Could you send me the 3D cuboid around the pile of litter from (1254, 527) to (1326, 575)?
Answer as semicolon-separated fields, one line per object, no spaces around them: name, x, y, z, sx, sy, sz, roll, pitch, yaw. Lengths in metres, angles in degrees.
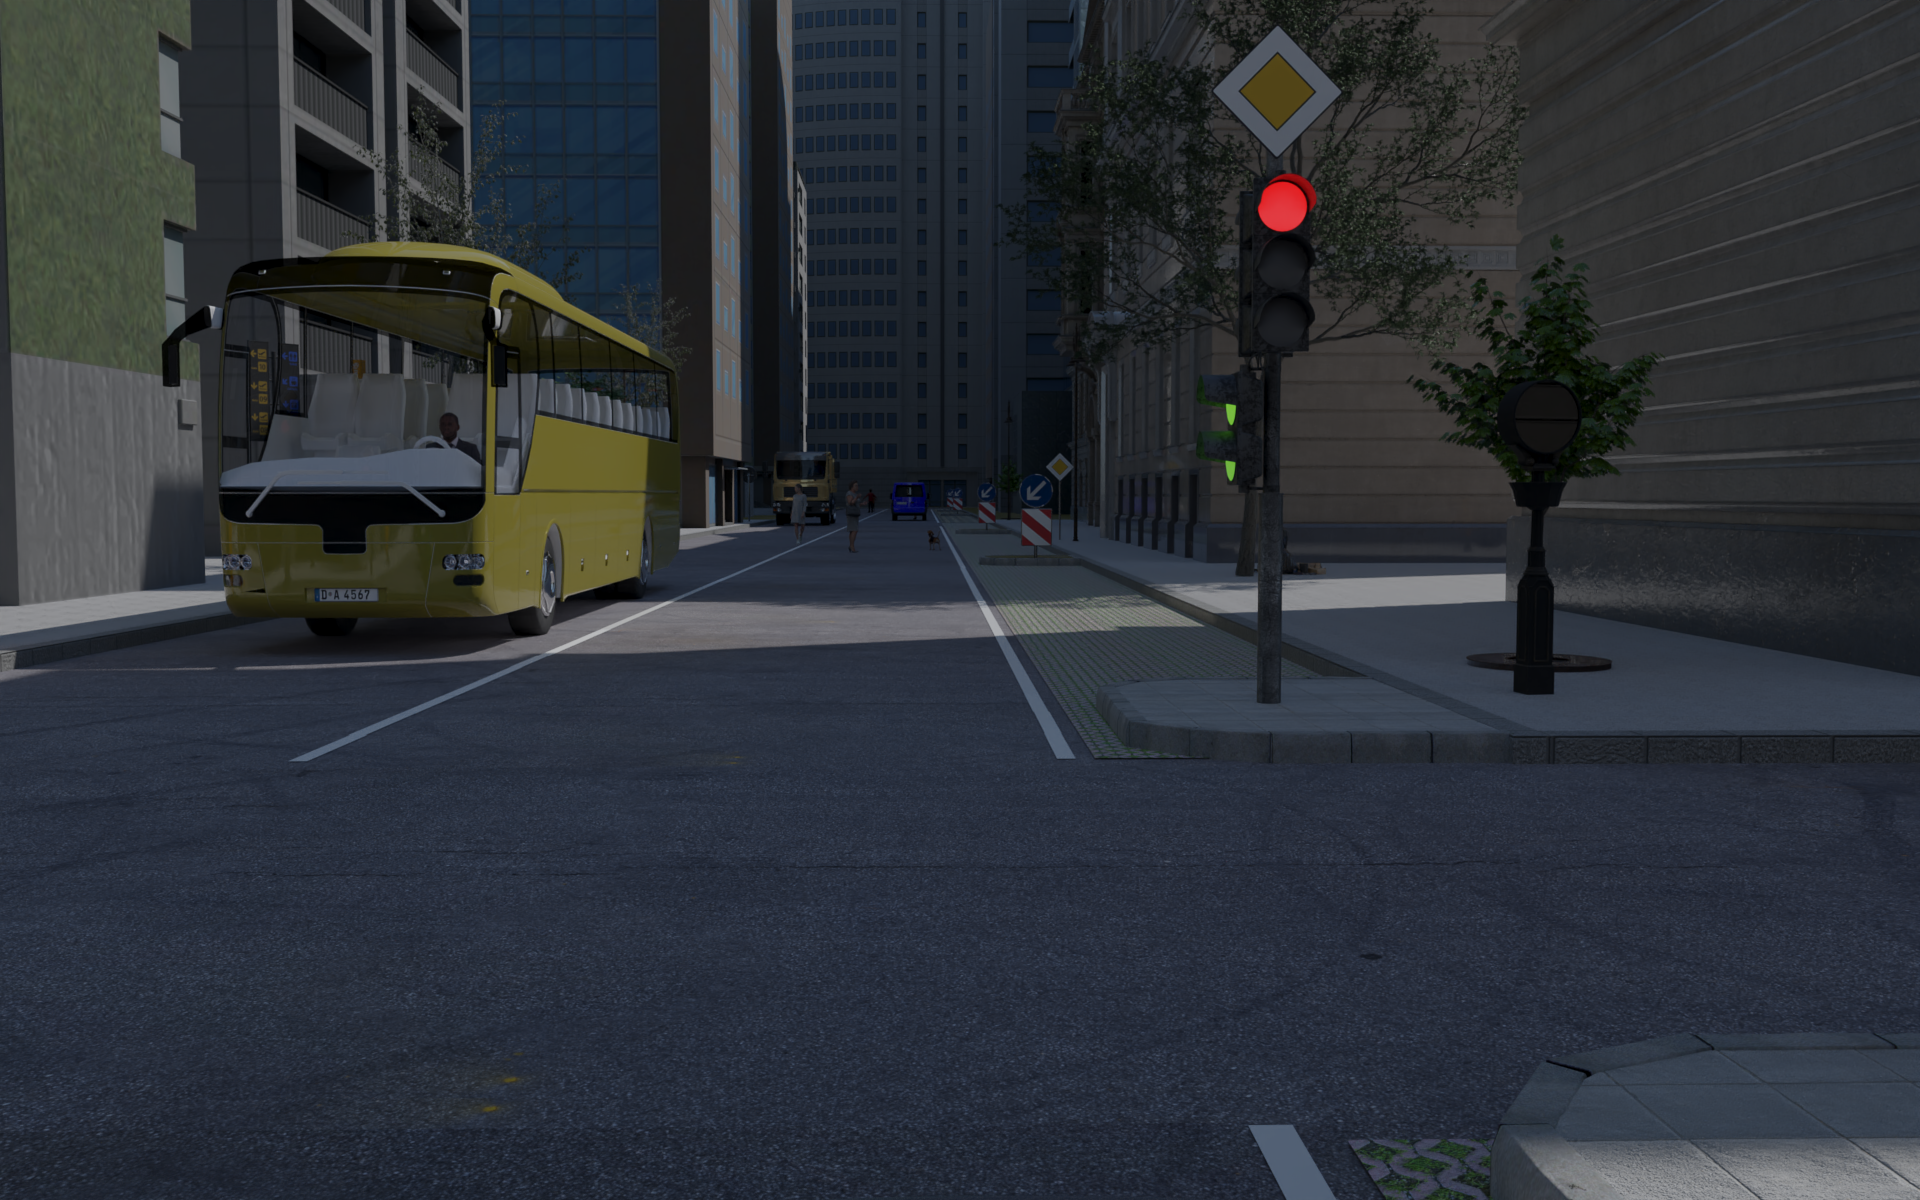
pile of litter;5.326;-0.871;28.203;1.176;0.858;1.719;0;4;-2

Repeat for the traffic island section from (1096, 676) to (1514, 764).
traffic island section;1.922;0.711;10.658;2.009;0.180;2.903;0;4;-1

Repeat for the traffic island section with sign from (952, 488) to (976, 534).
traffic island section with sign;0.830;-3.277;62.200;1.989;1.847;2.006;0;4;-1

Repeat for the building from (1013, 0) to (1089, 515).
building;15.107;-48.208;100.865;22.319;86.520;31.000;0;4;-1

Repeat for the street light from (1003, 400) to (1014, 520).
street light;2.395;-6.864;85.018;0.468;5.910;1.993;0;4;-1

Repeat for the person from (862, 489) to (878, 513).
person;-6.831;-7.554;131.950;1.348;1.831;0.705;-2;4;-28

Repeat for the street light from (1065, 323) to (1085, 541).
street light;3.144;-4.535;46.930;0.468;5.910;1.993;0;4;-1

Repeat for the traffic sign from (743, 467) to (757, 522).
traffic sign;-9.850;-4.939;80.855;0.768;2.556;0.104;1;4;8

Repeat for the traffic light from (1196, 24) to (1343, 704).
traffic light;1.882;-1.322;10.543;0.839;4.253;0.868;0;4;-1

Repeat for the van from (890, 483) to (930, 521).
van;-2.735;-5.481;93.994;2.240;2.365;5.245;0;4;-1

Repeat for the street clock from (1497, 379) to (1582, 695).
street clock;3.695;-0.399;11.096;0.471;2.002;0.358;-1;4;-10

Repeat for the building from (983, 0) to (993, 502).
building;9.448;-30.782;153.398;14.600;45.320;14.200;0;4;-1

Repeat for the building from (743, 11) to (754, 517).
building;-18.803;-19.602;92.201;14.160;30.474;14.107;0;4;-1

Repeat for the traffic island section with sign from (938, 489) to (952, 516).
traffic island section with sign;-0.275;-6.391;113.119;1.989;1.847;2.006;0;4;-1

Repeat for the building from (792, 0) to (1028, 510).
building;-7.950;-38.991;179.501;28.212;58.520;21.231;0;4;-1

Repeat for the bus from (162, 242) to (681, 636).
bus;-5.451;-1.788;20.779;2.896;3.916;12.252;0;4;-1

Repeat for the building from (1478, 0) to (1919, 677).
building;15.890;-11.415;15.521;19.941;23.489;11.050;0;4;-1

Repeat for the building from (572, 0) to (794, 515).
building;-19.953;-29.341;129.835;14.600;45.320;14.200;0;4;-1

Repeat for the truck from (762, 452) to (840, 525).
truck;-7.232;-5.213;81.162;3.469;3.379;9.791;0;4;-2

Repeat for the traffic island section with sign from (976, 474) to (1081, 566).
traffic island section with sign;1.393;-1.628;35.251;1.989;1.847;2.006;0;4;-1

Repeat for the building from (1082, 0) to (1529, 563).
building;10.579;-15.606;41.070;13.634;28.700;20.117;0;4;-1

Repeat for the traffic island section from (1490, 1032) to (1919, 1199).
traffic island section;2.093;1.199;2.675;2.009;0.180;2.903;0;4;-1

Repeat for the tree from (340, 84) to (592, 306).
tree;-9.166;-5.005;32.188;4.360;8.622;3.978;0;3;0

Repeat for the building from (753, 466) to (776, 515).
building;-27.208;-25.618;110.743;32.217;40.220;23.993;0;4;-1

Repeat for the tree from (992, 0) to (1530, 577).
tree;4.564;-5.626;26.402;8.767;10.594;7.601;-2;4;-23

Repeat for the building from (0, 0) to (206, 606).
building;-17.736;-20.374;16.708;14.154;41.232;14.086;0;4;-1

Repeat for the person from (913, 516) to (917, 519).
person;-2.632;-5.252;97.608;0.697;1.427;0.421;1;4;20

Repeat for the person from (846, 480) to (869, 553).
person;-2.563;-2.057;42.495;0.532;1.782;0.716;1;4;16

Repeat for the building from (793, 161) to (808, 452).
building;-20.654;-23.316;152.914;14.107;30.474;14.160;0;4;-1

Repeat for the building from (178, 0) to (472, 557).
building;-21.952;-37.018;43.491;20.563;71.187;20.611;0;4;-1

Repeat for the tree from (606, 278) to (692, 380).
tree;-11.084;-6.628;58.733;4.360;8.622;3.978;0;3;0

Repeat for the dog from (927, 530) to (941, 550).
dog;-0.669;-1.526;44.242;0.540;0.507;0.406;2;4;26

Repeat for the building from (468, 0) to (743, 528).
building;-16.160;-25.667;69.768;14.600;45.320;14.200;0;4;-1

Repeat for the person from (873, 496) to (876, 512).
person;-7.089;-7.905;141.009;0.557;1.426;1.065;2;4;34

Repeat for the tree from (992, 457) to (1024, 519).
tree;2.445;-5.739;88.431;1.663;3.219;1.824;0;3;0

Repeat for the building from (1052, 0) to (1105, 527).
building;11.010;-15.260;68.578;14.460;24.649;34.723;0;4;-1

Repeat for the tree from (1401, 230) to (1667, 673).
tree;4.400;-1.109;12.742;1.663;3.219;1.824;0;3;0

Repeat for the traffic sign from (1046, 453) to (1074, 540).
traffic sign;2.790;-2.888;48.396;0.795;2.450;0.064;0;4;4

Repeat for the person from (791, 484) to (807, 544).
person;-4.674;-2.501;50.134;0.466;1.731;0.760;-1;4;-10

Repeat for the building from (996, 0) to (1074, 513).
building;12.974;-36.050;131.412;21.231;58.520;28.212;0;4;-1
